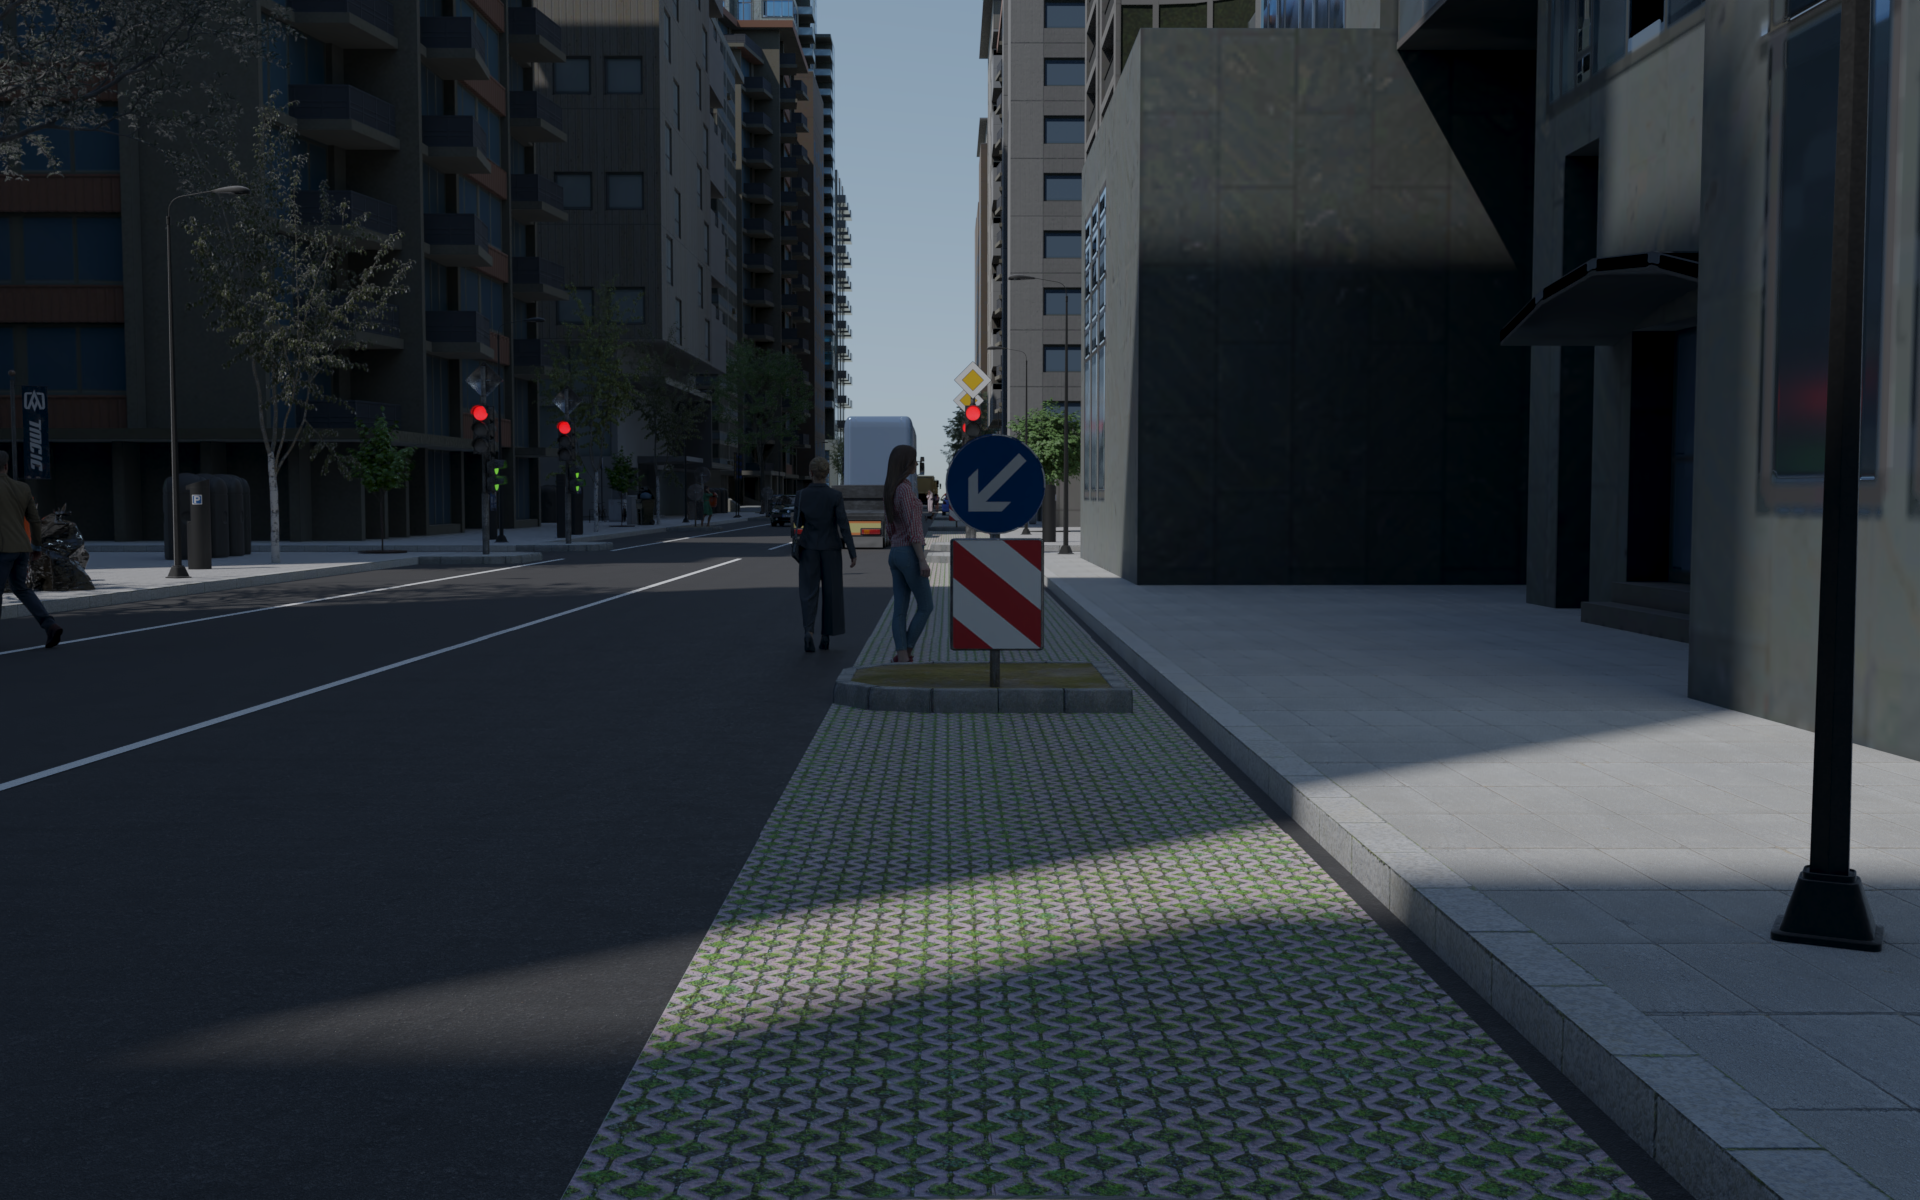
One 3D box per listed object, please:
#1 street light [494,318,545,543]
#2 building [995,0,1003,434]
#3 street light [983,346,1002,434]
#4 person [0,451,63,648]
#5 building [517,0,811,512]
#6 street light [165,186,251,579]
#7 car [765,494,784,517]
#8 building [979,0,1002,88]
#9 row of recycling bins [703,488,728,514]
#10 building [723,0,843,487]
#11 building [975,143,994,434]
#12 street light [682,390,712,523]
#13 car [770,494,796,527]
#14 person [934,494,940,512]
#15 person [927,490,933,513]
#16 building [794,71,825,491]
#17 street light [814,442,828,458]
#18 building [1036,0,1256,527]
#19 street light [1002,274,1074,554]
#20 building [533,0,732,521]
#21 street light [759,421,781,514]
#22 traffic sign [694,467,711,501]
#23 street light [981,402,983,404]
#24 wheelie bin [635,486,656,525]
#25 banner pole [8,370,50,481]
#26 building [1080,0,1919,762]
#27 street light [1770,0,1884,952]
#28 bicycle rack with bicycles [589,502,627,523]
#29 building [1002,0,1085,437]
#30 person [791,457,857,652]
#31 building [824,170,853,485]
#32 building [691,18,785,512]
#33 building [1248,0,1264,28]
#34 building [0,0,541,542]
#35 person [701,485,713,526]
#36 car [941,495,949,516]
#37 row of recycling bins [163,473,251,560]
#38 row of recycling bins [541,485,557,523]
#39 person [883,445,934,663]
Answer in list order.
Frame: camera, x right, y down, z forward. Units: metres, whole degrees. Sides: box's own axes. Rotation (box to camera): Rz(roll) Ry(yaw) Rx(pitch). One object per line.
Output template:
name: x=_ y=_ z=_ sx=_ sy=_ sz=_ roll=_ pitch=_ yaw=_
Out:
street light: x=-11.611 y=-4.476 z=45.728 sx=1.470 sy=5.913 sz=1.316 roll=0 pitch=4 yaw=0
building: x=14.317 y=-30.468 z=152.777 sx=22.147 sy=44.769 sz=28.867 roll=0 pitch=4 yaw=0
street light: x=1.547 y=-5.012 z=54.485 sx=1.470 sy=5.913 sz=1.316 roll=0 pitch=4 yaw=0
person: x=-8.735 y=-0.462 z=15.965 sx=0.836 sy=1.842 sz=0.656 roll=-1 pitch=4 yaw=-14
building: x=-25.433 y=-30.835 z=158.775 sx=22.147 sy=44.769 sz=28.867 roll=0 pitch=4 yaw=0
street light: x=-11.397 y=-3.286 z=26.272 sx=1.470 sy=5.913 sz=1.316 roll=0 pitch=4 yaw=0
car: x=-10.272 y=-5.416 z=100.553 sx=2.014 sy=1.417 sz=4.499 roll=0 pitch=4 yaw=-1
building: x=16.561 y=-36.174 z=180.678 sx=28.713 sy=52.752 sz=27.495 roll=0 pitch=4 yaw=0
row of recycling bins: x=-16.188 y=-6.582 z=114.734 sx=1.069 sy=1.692 sz=3.534 roll=1 pitch=4 yaw=10
building: x=-25.737 y=-55.401 z=218.478 sx=22.319 sy=86.520 sz=31.000 roll=0 pitch=4 yaw=0
building: x=9.355 y=-34.613 z=216.027 sx=14.600 sy=45.320 sz=14.200 roll=0 pitch=4 yaw=0
street light: x=-11.777 y=-6.429 z=77.658 sx=1.470 sy=5.913 sz=1.316 roll=0 pitch=4 yaw=0
car: x=-7.453 y=-4.152 z=77.669 sx=2.009 sy=1.686 sz=4.222 roll=0 pitch=4 yaw=2
person: x=-1.827 y=-7.774 z=138.837 sx=0.421 sy=1.427 sz=0.697 roll=-1 pitch=4 yaw=-12
person: x=-2.286 y=-7.507 z=131.900 sx=0.551 sy=1.740 sz=0.621 roll=1 pitch=4 yaw=19
building: x=-21.566 y=-32.447 z=180.623 sx=14.600 sy=45.320 sz=14.200 roll=0 pitch=4 yaw=0
street light: x=-12.371 y=-11.083 z=153.742 sx=1.470 sy=5.913 sz=1.316 roll=0 pitch=4 yaw=0
building: x=13.884 y=-38.613 z=69.574 sx=20.563 sy=71.187 sz=20.611 roll=0 pitch=4 yaw=0
street light: x=1.716 y=-3.929 z=36.780 sx=1.470 sy=5.913 sz=1.316 roll=0 pitch=4 yaw=0
building: x=-27.662 y=-30.891 z=94.306 sx=28.713 sy=52.752 sz=27.495 roll=0 pitch=4 yaw=0
street light: x=-12.077 y=-8.412 z=110.078 sx=1.470 sy=5.913 sz=1.316 roll=0 pitch=4 yaw=0
traffic sign: x=-12.069 y=-4.958 z=81.163 sx=0.768 sy=2.556 sz=0.104 roll=0 pitch=4 yaw=0
street light: x=1.384 y=-7.009 z=87.131 sx=1.470 sy=5.913 sz=1.316 roll=0 pitch=4 yaw=0
wheelie bin: x=-12.994 y=-3.889 z=71.496 sx=0.693 sy=1.594 sz=0.980 roll=-3 pitch=4 yaw=-39
banner pole: x=-18.899 y=-2.758 z=35.116 sx=0.863 sy=3.779 sz=0.401 roll=-2 pitch=4 yaw=-29
building: x=13.683 y=-43.066 z=16.807 sx=22.319 sy=86.520 sz=31.000 roll=0 pitch=4 yaw=0
street light: x=1.977 y=-1.976 z=4.850 sx=1.470 sy=5.913 sz=1.316 roll=0 pitch=4 yaw=0
bicycle rack with bicycles: x=-15.532 y=-3.970 z=78.285 sx=2.852 sy=0.926 sz=2.925 roll=0 pitch=4 yaw=0
building: x=13.065 y=-34.432 z=104.959 sx=21.231 sy=58.520 sz=28.212 roll=0 pitch=4 yaw=0
person: x=-1.254 y=-0.422 z=15.822 sx=0.576 sy=1.772 sz=0.534 roll=-1 pitch=4 yaw=-15
building: x=-27.083 y=-38.584 z=250.464 sx=23.786 sy=49.044 sz=30.456 roll=0 pitch=4 yaw=0
building: x=-30.063 y=-26.924 z=132.091 sx=32.217 sy=40.220 sz=23.993 roll=0 pitch=4 yaw=0
building: x=16.943 y=-24.588 z=52.121 sx=14.200 sy=45.320 sz=14.600 roll=0 pitch=4 yaw=0
building: x=-26.048 y=-24.699 z=58.447 sx=22.147 sy=44.769 sz=28.867 roll=0 pitch=4 yaw=0
person: x=-10.519 y=-3.854 z=71.761 sx=0.529 sy=1.795 sz=0.600 roll=-1 pitch=4 yaw=-16
car: x=-0.343 y=-6.486 z=115.630 sx=1.945 sy=1.707 sz=3.694 roll=0 pitch=4 yaw=1
row of recycling bins: x=-15.283 y=-1.726 z=35.336 sx=1.069 sy=1.692 sz=3.534 roll=0 pitch=4 yaw=-6
row of recycling bins: x=-18.163 y=-4.354 z=78.297 sx=1.069 sy=1.692 sz=3.534 roll=1 pitch=4 yaw=9
person: x=-0.404 y=-0.322 z=13.773 sx=0.388 sy=1.821 sz=0.555 roll=-3 pitch=4 yaw=-36
